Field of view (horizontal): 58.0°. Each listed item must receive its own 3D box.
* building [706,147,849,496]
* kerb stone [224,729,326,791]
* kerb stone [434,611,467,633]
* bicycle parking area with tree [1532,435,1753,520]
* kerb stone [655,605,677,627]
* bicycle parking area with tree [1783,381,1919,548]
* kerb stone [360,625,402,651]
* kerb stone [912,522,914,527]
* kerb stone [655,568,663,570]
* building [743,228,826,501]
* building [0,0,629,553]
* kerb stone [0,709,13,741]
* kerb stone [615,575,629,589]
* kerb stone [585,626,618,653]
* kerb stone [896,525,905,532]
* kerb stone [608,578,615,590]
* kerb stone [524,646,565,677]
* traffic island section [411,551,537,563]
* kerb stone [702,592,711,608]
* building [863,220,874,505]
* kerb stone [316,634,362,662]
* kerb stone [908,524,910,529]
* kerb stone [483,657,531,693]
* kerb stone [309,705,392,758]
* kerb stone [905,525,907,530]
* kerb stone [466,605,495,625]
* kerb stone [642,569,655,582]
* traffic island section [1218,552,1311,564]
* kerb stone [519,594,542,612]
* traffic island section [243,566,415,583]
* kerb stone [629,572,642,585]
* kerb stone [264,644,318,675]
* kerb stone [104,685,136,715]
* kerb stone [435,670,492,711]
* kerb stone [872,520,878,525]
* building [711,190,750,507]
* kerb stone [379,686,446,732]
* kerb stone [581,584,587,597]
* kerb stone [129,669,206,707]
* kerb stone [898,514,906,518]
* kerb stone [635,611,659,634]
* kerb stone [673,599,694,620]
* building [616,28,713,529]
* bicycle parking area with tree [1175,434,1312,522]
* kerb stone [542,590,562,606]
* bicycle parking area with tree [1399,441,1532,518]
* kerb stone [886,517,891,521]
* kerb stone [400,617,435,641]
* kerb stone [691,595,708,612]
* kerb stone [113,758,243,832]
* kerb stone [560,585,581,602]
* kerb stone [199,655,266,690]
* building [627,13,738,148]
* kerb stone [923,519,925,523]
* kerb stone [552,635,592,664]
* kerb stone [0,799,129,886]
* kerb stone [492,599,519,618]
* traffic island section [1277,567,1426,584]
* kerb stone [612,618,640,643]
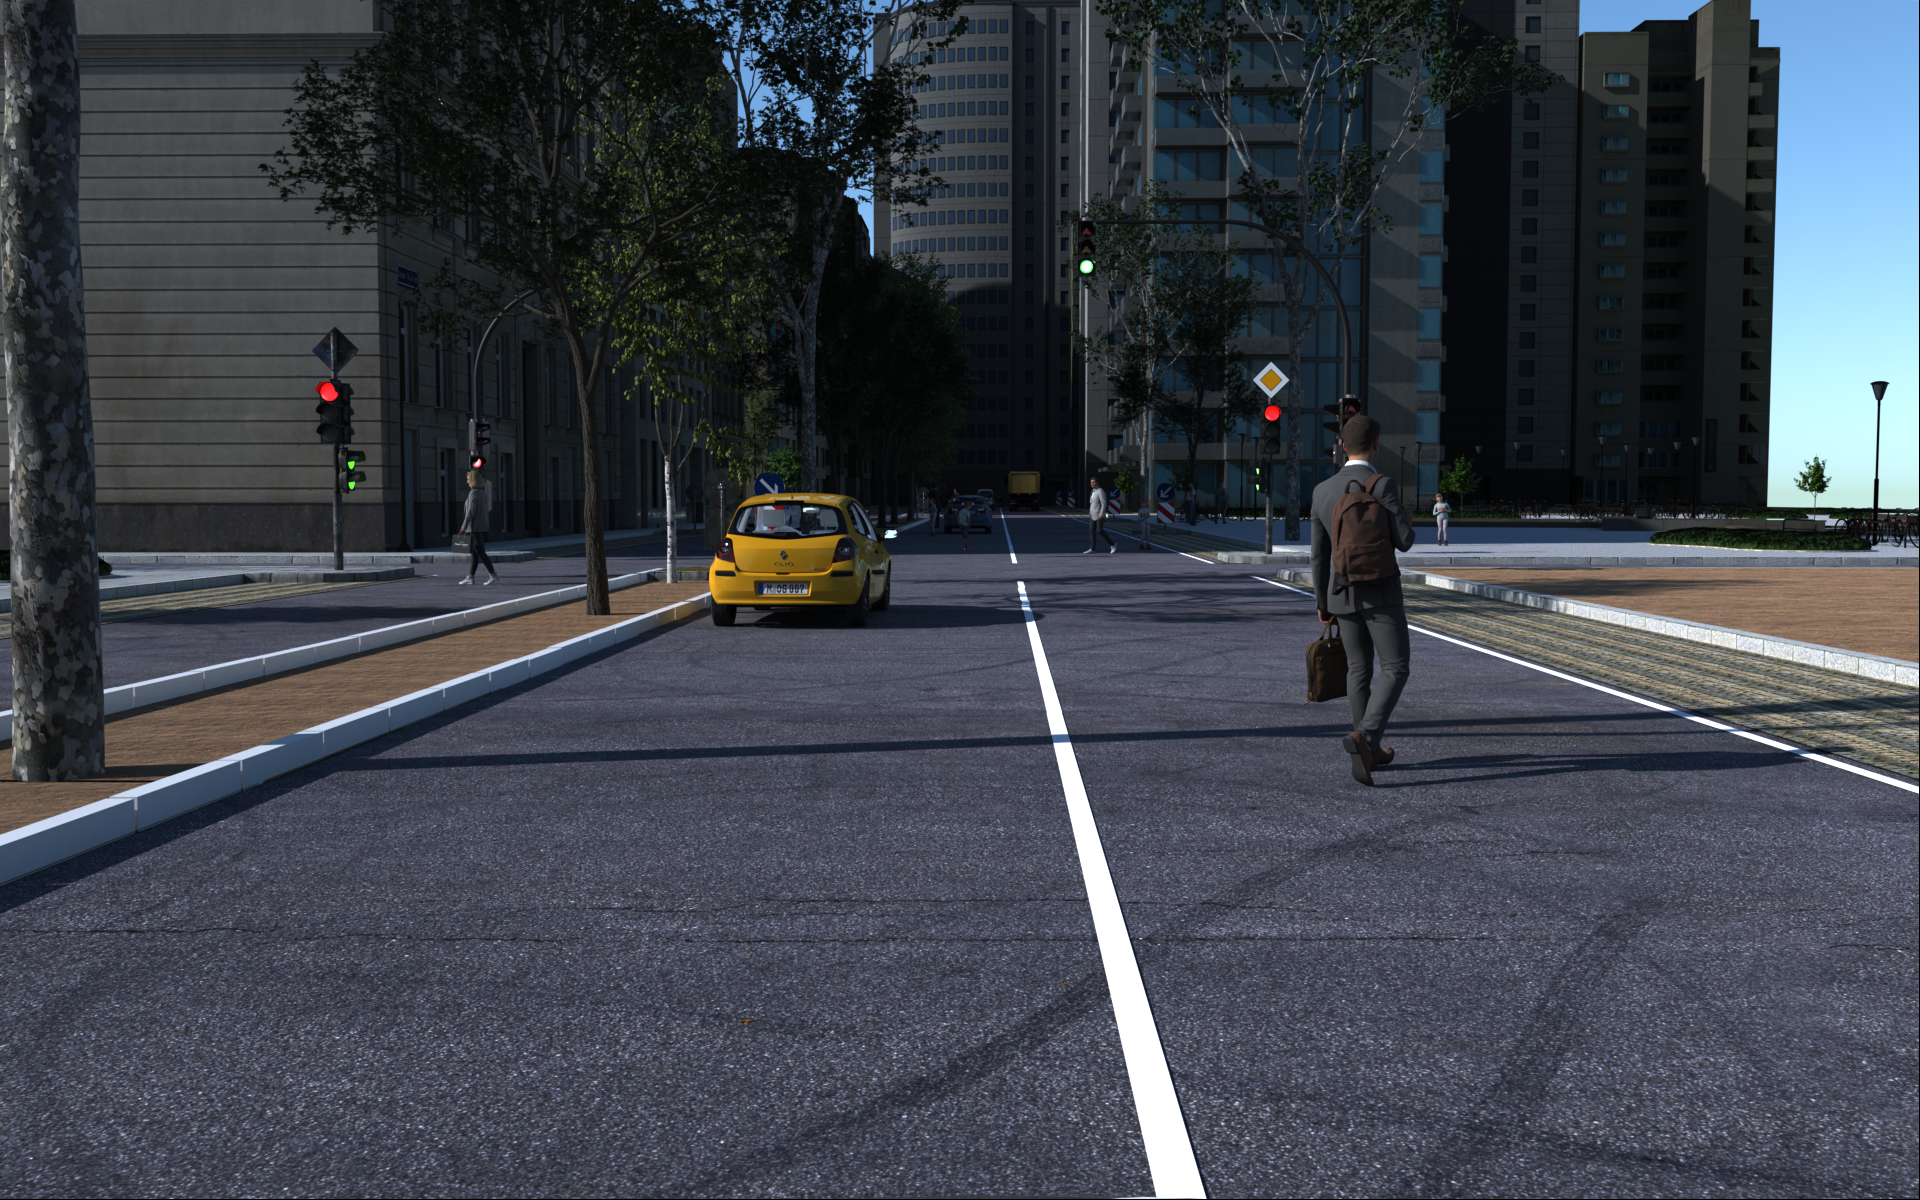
[{"bbox_3d":[-17.490,-23.029,148.226,14.160,30.474,14.107,0,4,1],"label":"building"},{"bbox_3d":[-3.512,0.816,8.859,0.120,0.150,1.000,0,4,1],"label":"kerb stone"},{"bbox_3d":[-5.419,0.246,18.177,0.120,0.150,1.000,0,4,1],"label":"kerb stone"},{"bbox_3d":[33.719,-5.973,84.653,8.231,4.147,9.016,0,3,0],"label":"bicycle parking area with tree"},{"bbox_3d":[-3.299,0.190,19.099,0.120,0.150,1.000,0,4,1],"label":"kerb stone"},{"bbox_3d":[25.937,-3.486,43.999,8.231,4.147,9.016,1,4,13],"label":"bicycle parking area with tree"},{"bbox_3d":[-5.459,0.371,16.133,0.120,0.150,1.000,0,4,1],"label":"kerb stone"},{"bbox_3d":[-2.147,-3.106,72.978,0.120,0.150,1.000,0,4,1],"label":"kerb stone"},{"bbox_3d":[-5.172,-0.442,29.430,0.120,0.150,1.000,0,4,1],"label":"kerb stone"},{"bbox_3d":[-25.115,-17.257,127.193,27.650,21.520,28.899,0,4,1],"label":"building"},{"bbox_3d":[-17.976,-15.417,49.334,12.463,27.353,25.104,0,4,1],"label":"building"},{"bbox_3d":[-5.593,0.747,9.978,0.120,0.150,1.000,0,4,1],"label":"kerb stone"},{"bbox_3d":[-5.240,-0.249,26.355,0.120,0.150,1.000,0,4,1],"label":"kerb stone"},{"bbox_3d":[-3.362,0.377,16.025,0.120,0.150,1.000,0,4,1],"label":"kerb stone"},{"bbox_3d":[-2.291,-2.729,66.820,0.120,0.150,1.000,0,4,1],"label":"kerb stone"},{"bbox_3d":[-5.261,-0.192,25.333,0.120,0.150,1.000,0,4,1],"label":"kerb stone"},{"bbox_3d":[-3.398,0.510,13.982,0.120,0.150,1.000,0,4,1],"label":"kerb stone"},{"bbox_3d":[-10.340,-0.915,37.243,2.009,0.180,2.903,0,4,1],"label":"traffic island section"},{"bbox_3d":[-3.228,0.001,22.184,0.120,0.150,1.000,0,4,1],"label":"kerb stone"},{"bbox_3d":[-16.507,-25.028,180.911,14.107,30.474,14.160,0,4,1],"label":"building"},{"bbox_3d":[-5.484,0.438,15.104,0.120,0.150,1.000,0,4,1],"label":"kerb stone"},{"bbox_3d":[-2.216,-2.918,69.904,0.120,0.150,1.000,0,4,1],"label":"kerb stone"},{"bbox_3d":[-3.421,0.565,12.957,0.120,0.150,1.000,0,4,1],"label":"kerb stone"},{"bbox_3d":[-3.495,0.753,9.887,0.120,0.150,1.000,0,4,1],"label":"kerb stone"},{"bbox_3d":[-2.261,-2.792,67.845,0.120,0.150,1.000,0,4,1],"label":"kerb stone"},{"bbox_3d":[-5.392,0.186,19.199,0.120,0.150,1.000,0,4,1],"label":"kerb stone"},{"bbox_3d":[-5.195,-0.380,28.408,0.120,0.150,1.000,0,4,1],"label":"kerb stone"},{"bbox_3d":[6.597,-0.893,36.880,2.009,0.180,2.903,0,4,1],"label":"traffic island section"},{"bbox_3d":[-5.355,0.058,21.242,0.120,0.150,1.000,0,4,1],"label":"kerb stone"},{"bbox_3d":[-10.509,-0.427,29.259,2.009,0.180,2.903,0,4,1],"label":"traffic island section"},{"bbox_3d":[-5.226,-0.317,27.384,0.120,0.150,1.000,0,4,1],"label":"kerb stone"},{"bbox_3d":[-5.500,0.499,14.081,0.120,0.150,1.000,0,4,1],"label":"kerb stone"},{"bbox_3d":[-5.564,0.684,11.010,0.120,0.150,1.000,0,4,1],"label":"kerb stone"},{"bbox_3d":[-3.449,0.628,11.932,0.120,0.150,1.000,0,4,1],"label":"kerb stone"},{"bbox_3d":[-4.032,-3.735,83.314,0.120,0.150,1.000,0,4,1],"label":"kerb stone"},{"bbox_3d":[-16.989,-13.725,89.035,10.561,19.102,19.286,0,4,1],"label":"building"},{"bbox_3d":[-3.473,0.690,10.909,0.120,0.150,1.000,0,4,1],"label":"kerb stone"},{"bbox_3d":[-5.288,-0.129,24.312,0.120,0.150,1.000,0,4,1],"label":"kerb stone"},{"bbox_3d":[-5.545,0.625,12.038,0.120,0.150,1.000,0,4,1],"label":"kerb stone"},{"bbox_3d":[-3.548,-5.117,105.853,0.120,0.150,1.000,0,4,1],"label":"kerb stone"},{"bbox_3d":[-3.322,0.254,18.077,0.120,0.150,1.000,0,4,1],"label":"kerb stone"},{"bbox_3d":[-3.272,0.126,20.132,0.120,0.150,1.000,0,4,1],"label":"kerb stone"},{"bbox_3d":[-16.682,-13.194,70.468,10.420,20.320,16.860,0,4,1],"label":"building"},{"bbox_3d":[14.271,-5.972,84.642,9.016,4.147,8.231,2,4,30],"label":"bicycle parking area with tree"},{"bbox_3d":[-5.338,-0.004,22.264,0.120,0.150,1.000,0,4,1],"label":"kerb stone"},{"bbox_3d":[28.666,-7.103,103.136,9.016,4.147,8.231,-2,4,-29],"label":"bicycle parking area with tree"},{"bbox_3d":[-3.794,-4.426,94.580,0.120,0.150,1.000,0,4,1],"label":"kerb stone"},{"bbox_3d":[-5.444,0.308,17.155,0.120,0.150,1.000,0,4,1],"label":"kerb stone"},{"bbox_3d":[-3.258,0.068,21.154,0.120,0.150,1.000,0,4,1],"label":"kerb stone"},{"bbox_3d":[-3.533,0.878,7.838,0.120,0.150,1.000,0,4,1],"label":"kerb stone"},{"bbox_3d":[-5.313,-0.067,23.288,0.120,0.150,1.000,0,4,1],"label":"kerb stone"},{"bbox_3d":[-5.526,0.559,13.060,0.120,0.150,1.000,0,4,1],"label":"kerb stone"},{"bbox_3d":[-34.595,-33.827,176.774,21.600,48.544,21.300,0,4,1],"label":"building"},{"bbox_3d":[-1.915,-3.797,84.269,0.120,0.150,1.000,0,4,1],"label":"kerb stone"},{"bbox_3d":[-3.385,0.440,15.003,0.120,0.150,1.000,0,4,1],"label":"kerb stone"},{"bbox_3d":[-3.556,0.944,6.816,0.120,0.150,1.000,0,4,1],"label":"kerb stone"},{"bbox_3d":[-5.378,0.121,20.221,0.120,0.150,1.000,0,4,1],"label":"kerb stone"},{"bbox_3d":[6.428,-0.405,28.896,2.009,0.180,2.903,0,4,1],"label":"traffic island section"},{"bbox_3d":[-3.336,0.315,17.047,0.120,0.150,1.000,0,4,1],"label":"kerb stone"}]
